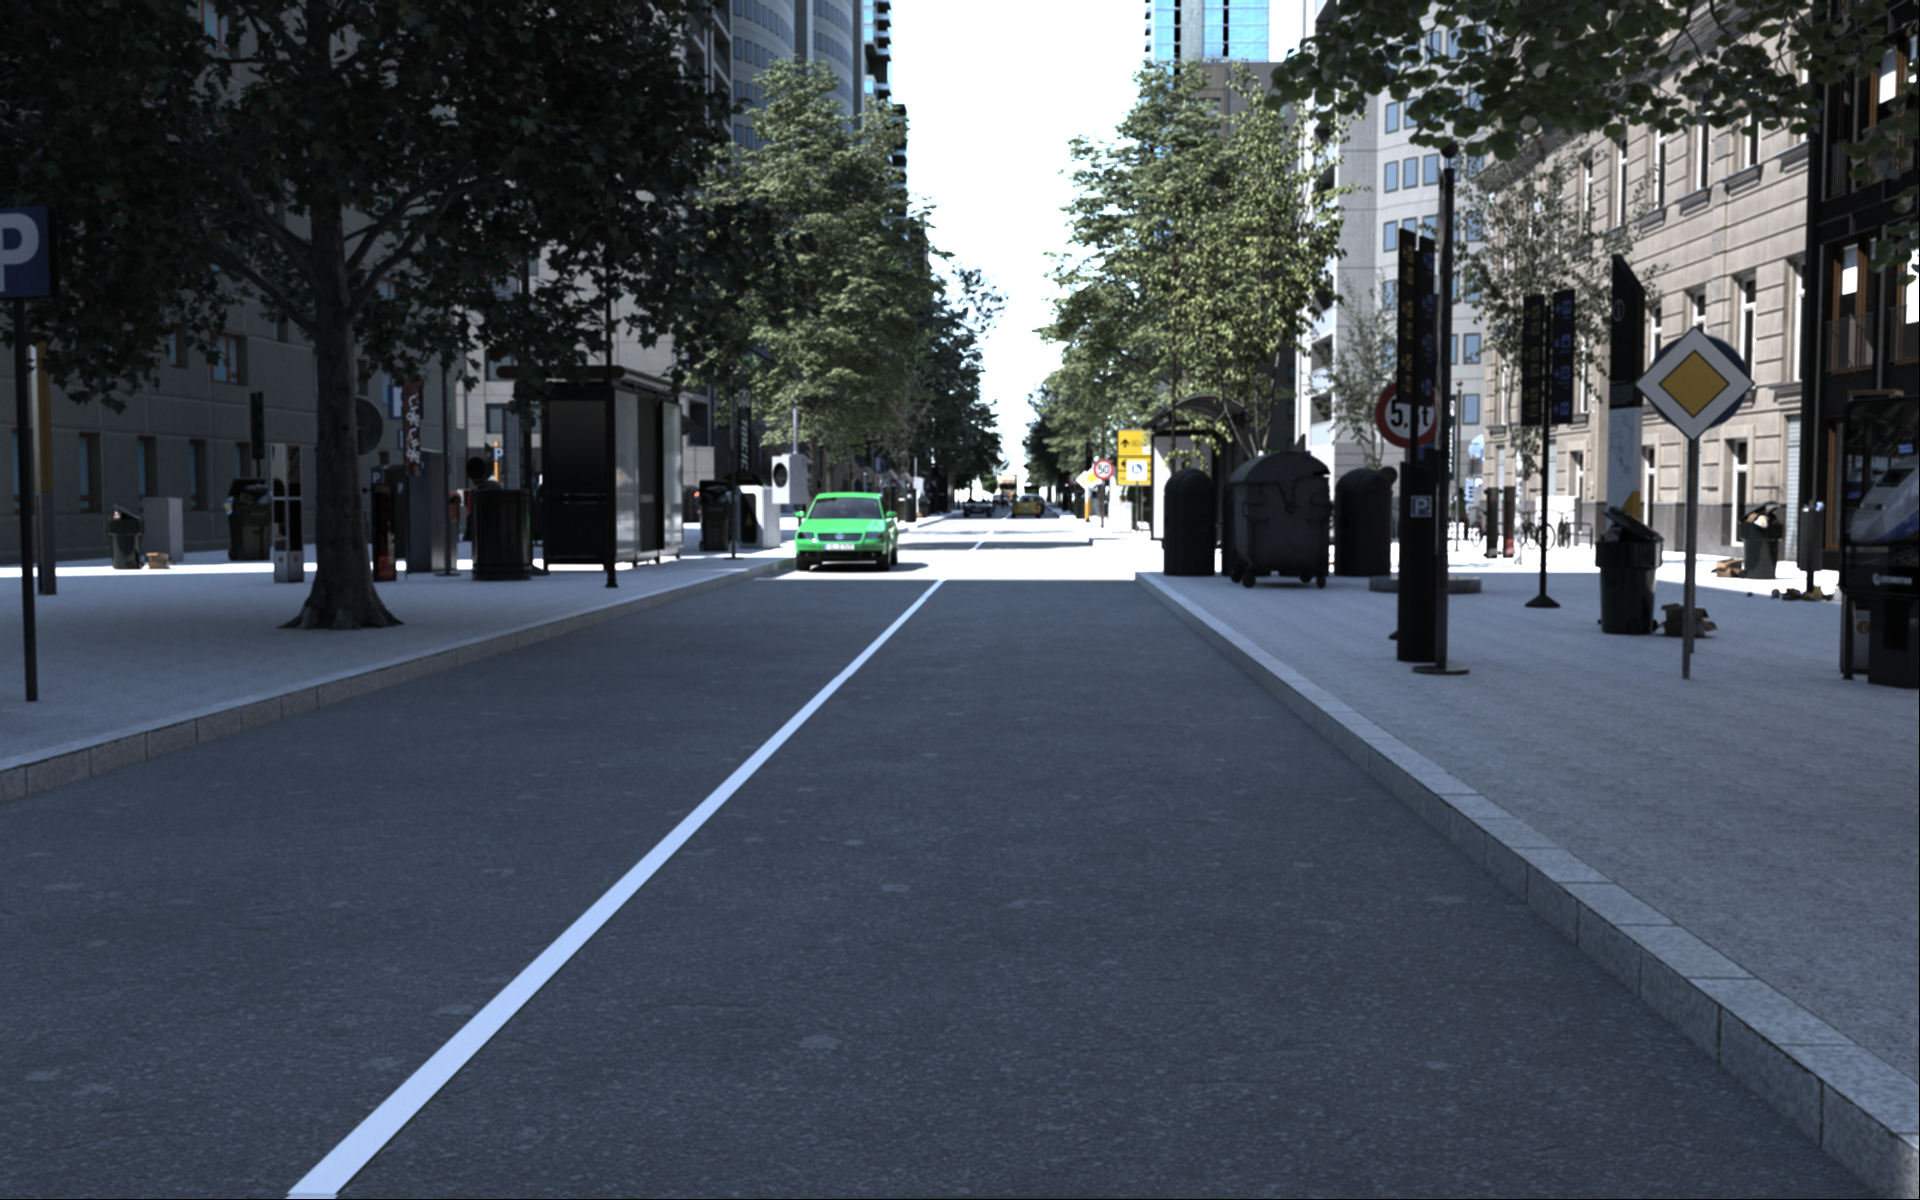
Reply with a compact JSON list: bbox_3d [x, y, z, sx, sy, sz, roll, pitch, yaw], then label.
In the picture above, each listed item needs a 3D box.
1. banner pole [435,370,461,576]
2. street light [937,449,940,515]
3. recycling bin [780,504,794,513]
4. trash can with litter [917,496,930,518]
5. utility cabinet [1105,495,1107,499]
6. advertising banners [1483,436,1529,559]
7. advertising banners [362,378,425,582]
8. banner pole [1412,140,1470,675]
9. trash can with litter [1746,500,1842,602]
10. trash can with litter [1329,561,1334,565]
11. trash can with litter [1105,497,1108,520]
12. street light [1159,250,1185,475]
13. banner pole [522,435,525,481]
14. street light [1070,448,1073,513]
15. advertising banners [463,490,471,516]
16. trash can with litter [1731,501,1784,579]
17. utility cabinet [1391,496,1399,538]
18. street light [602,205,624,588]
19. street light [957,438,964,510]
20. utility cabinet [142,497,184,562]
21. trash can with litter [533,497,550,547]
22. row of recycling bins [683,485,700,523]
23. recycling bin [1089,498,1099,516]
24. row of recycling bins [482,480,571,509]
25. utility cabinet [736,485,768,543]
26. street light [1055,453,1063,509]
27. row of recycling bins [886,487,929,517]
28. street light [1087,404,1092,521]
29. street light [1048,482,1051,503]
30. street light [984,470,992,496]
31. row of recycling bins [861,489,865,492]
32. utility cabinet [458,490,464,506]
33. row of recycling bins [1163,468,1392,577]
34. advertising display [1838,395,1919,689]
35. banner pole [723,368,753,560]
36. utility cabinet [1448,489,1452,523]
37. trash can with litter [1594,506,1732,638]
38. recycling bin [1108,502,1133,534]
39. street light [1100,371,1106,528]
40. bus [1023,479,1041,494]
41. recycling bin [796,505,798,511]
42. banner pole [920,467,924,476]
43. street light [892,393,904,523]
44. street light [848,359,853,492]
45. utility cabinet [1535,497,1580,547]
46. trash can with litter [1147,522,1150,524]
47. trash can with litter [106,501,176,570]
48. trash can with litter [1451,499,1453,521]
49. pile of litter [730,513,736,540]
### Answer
[{"bbox_3d":[-8.102,-2.286,27.391,0.401,3.779,0.863,-1,4,-8],"label":"banner pole"},{"bbox_3d":[-1.362,-8.302,108.523,0.468,5.910,1.993,0,4,2],"label":"street light"},{"bbox_3d":[-11.951,-6.527,119.275,0.722,1.027,0.722,3,5,39],"label":"recycling bin"},{"bbox_3d":[-1.978,-4.913,91.708,0.624,1.170,1.055,1,4,11],"label":"trash can with litter"},{"bbox_3d":[12.364,-8.204,145.303,0.306,1.237,1.020,-1,4,-14],"label":"utility cabinet"},{"bbox_3d":[11.050,-2.364,34.841,0.090,3.025,2.074,3,5,42],"label":"advertising banners"},{"bbox_3d":[-8.465,-1.783,25.333,0.090,3.025,2.074,1,4,21],"label":"advertising banners"},{"bbox_3d":[3.376,-1.353,12.139,0.401,3.779,0.863,1,4,21],"label":"banner pole"},{"bbox_3d":[10.653,-0.632,21.392,1.678,1.210,2.233,2,4,29],"label":"trash can with litter"},{"bbox_3d":[6.481,-1.236,31.265,2.233,1.210,1.678,-2,4,-27],"label":"trash can with litter"},{"bbox_3d":[7.495,-4.407,83.443,1.055,1.170,0.624,-1,4,-19],"label":"trash can with litter"},{"bbox_3d":[4.058,-3.677,32.907,0.468,5.910,1.993,0,4,2],"label":"street light"},{"bbox_3d":[-13.833,-3.989,55.236,0.401,3.779,0.863,0,4,6],"label":"banner pole"},{"bbox_3d":[7.515,-8.790,116.508,0.468,5.910,1.993,0,4,2],"label":"street light"},{"bbox_3d":[-18.837,-4.310,66.664,2.074,3.025,0.090,-1,4,-17],"label":"advertising banners"},{"bbox_3d":[11.861,-0.905,26.184,0.624,1.170,1.055,-2,4,-31],"label":"trash can with litter"},{"bbox_3d":[13.114,-2.444,51.128,1.020,1.237,0.306,-3,5,-43],"label":"utility cabinet"},{"bbox_3d":[-4.787,-3.109,23.625,0.468,5.910,1.993,0,4,2],"label":"street light"},{"bbox_3d":[-0.073,-10.269,140.693,0.468,5.910,1.993,0,4,2],"label":"street light"},{"bbox_3d":[-15.140,-1.331,32.918,1.020,1.237,0.306,3,5,40],"label":"utility cabinet"},{"bbox_3d":[-10.427,-1.925,42.523,2.233,1.210,1.678,3,4,36],"label":"trash can with litter"},{"bbox_3d":[-12.457,-4.262,76.800,1.069,1.692,3.534,1,4,11],"label":"row of recycling bins"},{"bbox_3d":[7.899,-5.532,103.006,0.722,1.027,0.722,2,4,23],"label":"recycling bin"},{"bbox_3d":[-12.389,-2.670,50.769,3.534,1.692,1.069,0,4,-3],"label":"row of recycling bins"},{"bbox_3d":[-5.336,-2.194,44.545,0.318,1.500,1.173,-3,4,-37],"label":"utility cabinet"},{"bbox_3d":[9.292,-11.477,160.429,0.468,5.910,1.993,0,4,2],"label":"street light"},{"bbox_3d":[-3.301,-5.473,96.596,3.534,1.692,1.069,-3,4,-37],"label":"row of recycling bins"},{"bbox_3d":[6.224,-6.794,83.878,0.468,5.910,1.993,0,4,2],"label":"street light"},{"bbox_3d":[11.927,-15.412,224.767,0.468,5.910,1.993,0,4,2],"label":"street light"},{"bbox_3d":[3.703,-16.003,234.431,0.468,5.910,1.993,0,4,2],"label":"street light"},{"bbox_3d":[-6.545,-8.316,143.084,3.534,1.692,1.069,-1,4,-20],"label":"row of recycling bins"},{"bbox_3d":[-24.339,-4.736,86.108,1.173,1.500,0.318,-2,4,-25],"label":"utility cabinet"},{"bbox_3d":[4.978,-1.228,27.193,3.534,1.692,1.069,0,4,3],"label":"row of recycling bins"},{"bbox_3d":[6.239,-0.385,11.516,0.123,1.923,0.974,-1,4,-12],"label":"advertising display"},{"bbox_3d":[-4.346,-2.703,34.205,0.401,3.779,0.863,2,4,29],"label":"banner pole"},{"bbox_3d":[21.389,-4.137,76.325,0.318,1.500,1.173,2,4,25],"label":"utility cabinet"},{"bbox_3d":[6.367,-0.272,15.830,1.055,1.170,0.624,3,5,41],"label":"trash can with litter"},{"bbox_3d":[5.148,-2.633,55.596,0.722,1.027,0.722,0,4,1],"label":"recycling bin"},{"bbox_3d":[5.365,-5.647,65.109,0.468,5.910,1.993,0,4,2],"label":"street light"},{"bbox_3d":[11.550,-17.564,278.724,2.896,3.916,12.252,0,4,2],"label":"bus"},{"bbox_3d":[-11.724,-7.096,128.566,0.722,1.027,0.722,-2,4,-26],"label":"recycling bin"},{"bbox_3d":[-3.232,-9.615,147.214,0.401,3.779,0.863,2,4,27],"label":"banner pole"},{"bbox_3d":[-2.701,-6.286,75.561,0.468,5.910,1.993,0,4,2],"label":"street light"},{"bbox_3d":[-3.545,-5.077,55.797,0.468,5.910,1.993,0,4,2],"label":"street light"},{"bbox_3d":[14.612,-1.910,42.383,0.306,1.237,1.020,-3,5,-43],"label":"utility cabinet"},{"bbox_3d":[8.347,-3.803,73.567,0.624,1.170,1.055,-2,4,-32],"label":"trash can with litter"},{"bbox_3d":[-13.946,-1.109,29.517,1.055,1.170,0.624,-1,4,-10],"label":"trash can with litter"},{"bbox_3d":[23.486,-4.286,81.465,1.055,1.170,0.624,-3,5,-44],"label":"trash can with litter"},{"bbox_3d":[-6.345,-2.123,48.683,1.176,0.858,1.719,0,4,3],"label":"pile of litter"}]
